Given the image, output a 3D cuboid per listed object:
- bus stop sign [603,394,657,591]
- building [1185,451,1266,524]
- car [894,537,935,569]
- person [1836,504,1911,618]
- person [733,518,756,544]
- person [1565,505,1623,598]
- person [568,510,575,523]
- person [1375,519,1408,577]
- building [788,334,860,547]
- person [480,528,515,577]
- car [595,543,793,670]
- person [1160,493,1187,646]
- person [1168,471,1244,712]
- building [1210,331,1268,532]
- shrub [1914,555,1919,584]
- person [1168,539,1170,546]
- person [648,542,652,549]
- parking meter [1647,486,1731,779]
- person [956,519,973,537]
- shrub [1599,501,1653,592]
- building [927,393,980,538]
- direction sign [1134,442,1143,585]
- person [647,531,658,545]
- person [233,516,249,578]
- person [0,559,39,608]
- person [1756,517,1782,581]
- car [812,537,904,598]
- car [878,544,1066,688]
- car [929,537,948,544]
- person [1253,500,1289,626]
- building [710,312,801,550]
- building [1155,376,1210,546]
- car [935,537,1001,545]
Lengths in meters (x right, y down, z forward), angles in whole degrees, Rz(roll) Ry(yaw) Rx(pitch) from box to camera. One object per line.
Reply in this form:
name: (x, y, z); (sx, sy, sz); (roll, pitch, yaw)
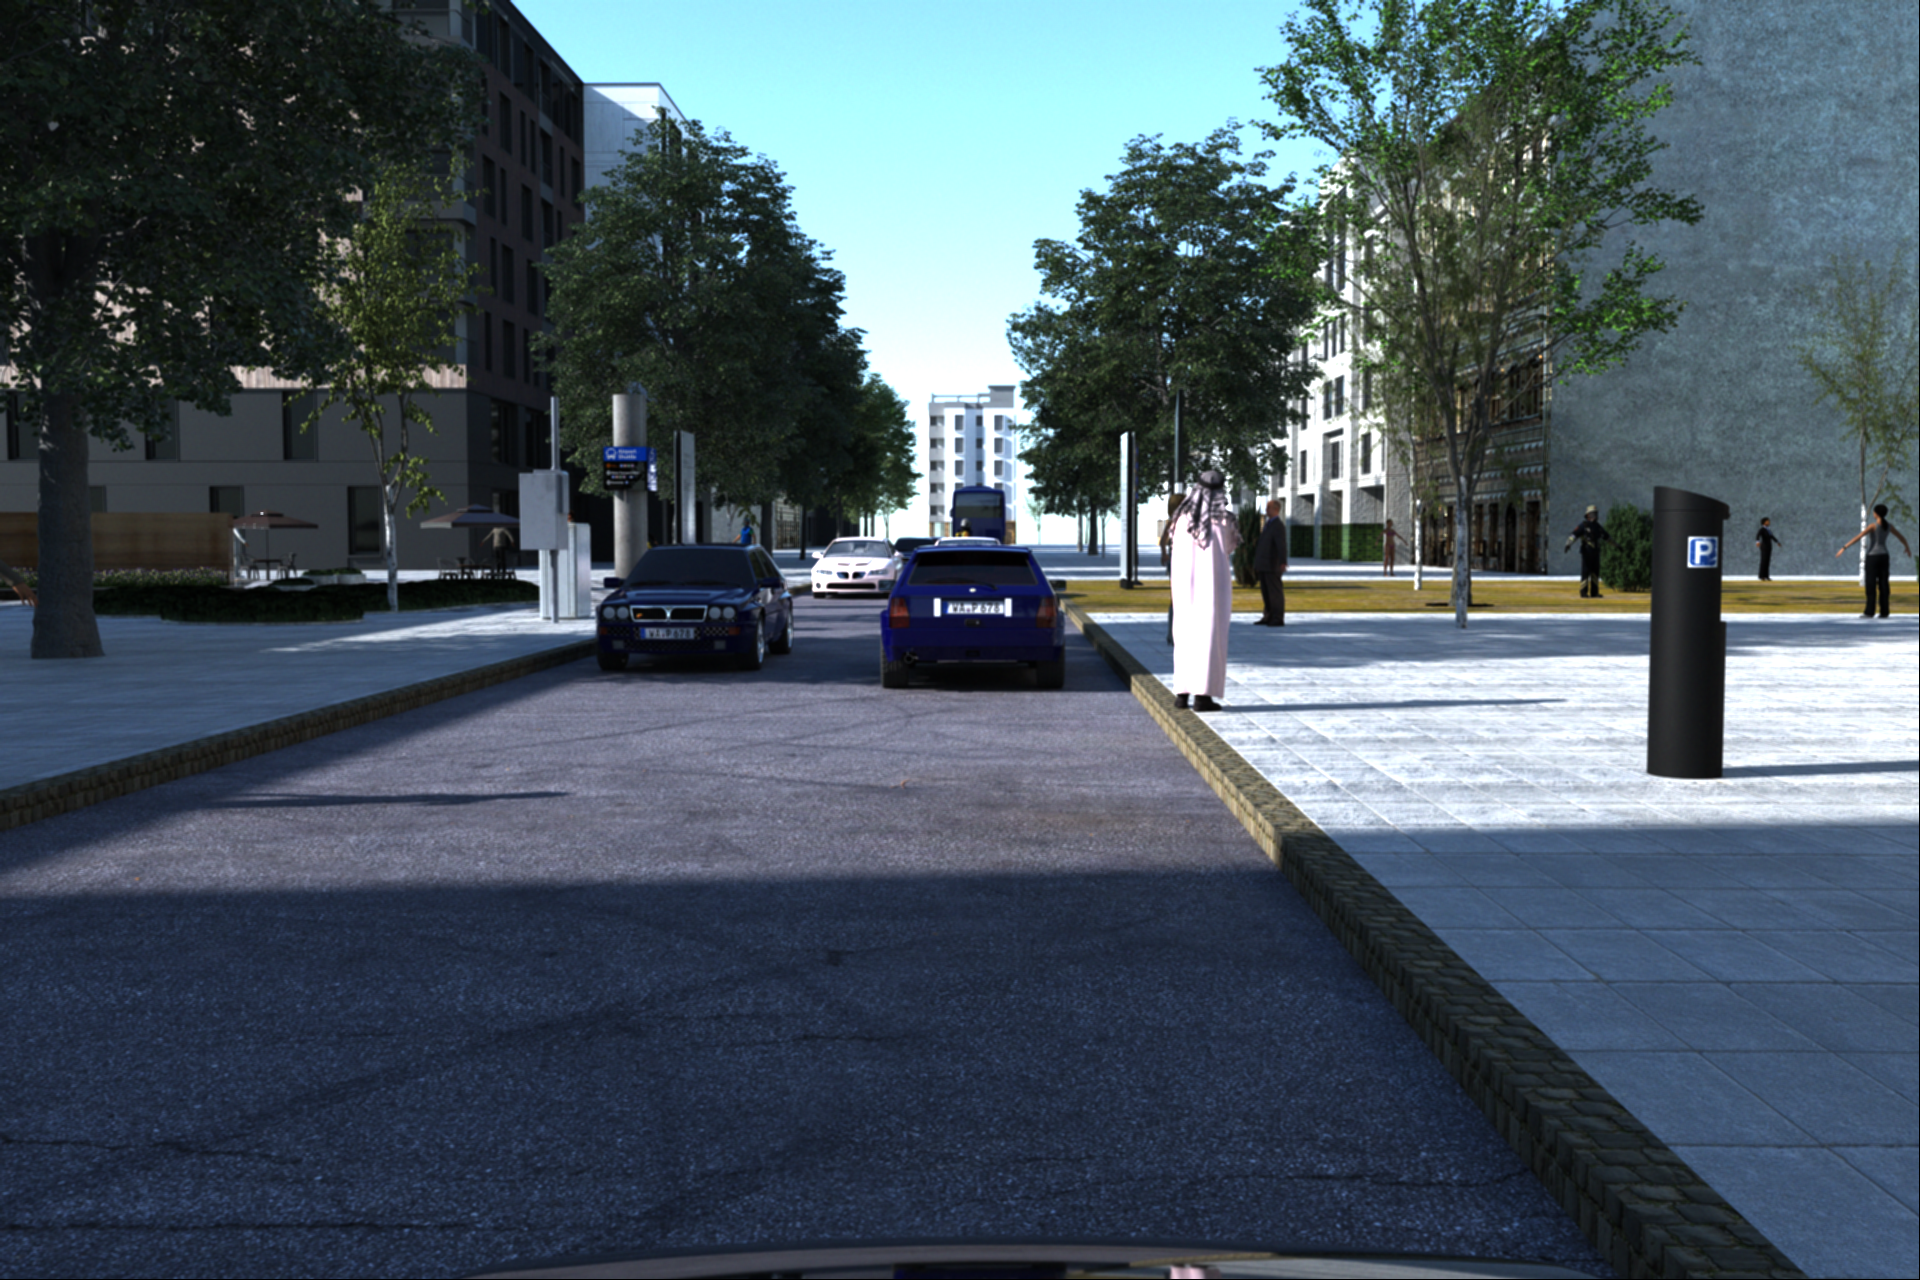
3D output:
bus stop sign: (-6.258, -2.684, 32.897); (0.837, 3.901, 0.837); (0, 4, 2)
building: (27.622, -14.242, 175.007); (9.099, 9.664, 28.070); (0, 4, 1)
car: (-1.482, -2.705, 56.815); (1.945, 1.354, 3.894); (0, 4, 1)
person: (14.005, -1.205, 26.518); (1.217, 1.737, 0.721); (0, 4, -7)
person: (-7.002, -3.087, 56.603); (0.704, 1.817, 1.347); (-3, 5, -40)
person: (12.738, -1.783, 34.925); (1.354, 1.856, 0.705); (-1, 4, -17)
person: (-8.401, -1.893, 37.225); (0.705, 1.796, 1.348); (0, 4, -4)
person: (13.004, -2.778, 52.227); (1.217, 1.733, 0.721); (-2, 4, -26)
building: (-25.286, -20.385, 177.271); (27.936, 21.610, 32.646); (0, 4, 1)
person: (-13.718, -2.779, 51.570); (1.348, 1.813, 0.705); (2, 4, 28)
car: (-2.914, -0.421, 19.457); (1.945, 1.354, 3.894); (0, 4, 2)
person: (2.594, -0.812, 19.887); (0.721, 1.753, 1.214); (2, 4, 33)
person: (1.787, -0.362, 12.626); (0.551, 1.740, 0.621); (0, 4, 8)
building: (28.006, -18.411, 157.436); (16.016, 20.090, 11.380); (0, 4, 1)
shrub: (22.266, -1.731, 39.416); (1.383, 1.207, 1.383); (0, 3, 0)
person: (7.223, -3.010, 55.404); (1.347, 1.806, 0.705); (-1, 4, -19)
person: (-8.029, -2.283, 43.299); (0.705, 1.833, 1.349); (-2, 4, -30)
parking meter: (3.866, -0.048, 9.198); (0.372, 1.533, 0.369); (0, 3, 0)
person: (0.180, -2.442, 48.149); (0.705, 1.858, 1.354); (-2, 4, -28)
shrub: (14.810, -2.068, 38.230); (1.690, 2.028, 1.600); (0, 3, 0)
building: (-3.854, -22.305, 223.567); (11.380, 20.090, 16.016); (0, 4, -3)
direction sign: (4.407, -3.137, 43.292); (0.379, 3.537, 0.876); (0, 4, 1)
person: (-11.233, -3.342, 60.572); (1.347, 1.837, 0.705); (-1, 4, -21)
person: (-21.244, -2.731, 50.841); (0.705, 1.806, 1.347); (-3, 5, -44)
person: (-5.218, -0.126, 8.825); (1.215, 1.744, 0.721); (1, 4, 18)
person: (22.284, -2.509, 47.751); (1.216, 1.740, 0.721); (-3, 4, -37)
car: (-2.312, -1.696, 40.093); (2.083, 1.381, 4.827); (0, 4, 2)
car: (0.124, -0.297, 17.434); (1.945, 1.354, 3.894); (0, 4, 0)
car: (-0.993, -3.069, 62.754); (1.945, 1.354, 3.894); (0, 4, 1)
person: (4.331, -1.078, 24.225); (0.434, 1.755, 0.990); (-1, 4, -11)
building: (-24.218, -19.593, 151.273); (19.493, 23.208, 18.063); (0, 4, 1)
building: (28.159, -21.198, 203.013); (16.016, 20.090, 11.380); (0, 4, 2)
car: (0.180, -1.457, 36.180); (2.083, 1.381, 4.827); (0, 4, 1)
